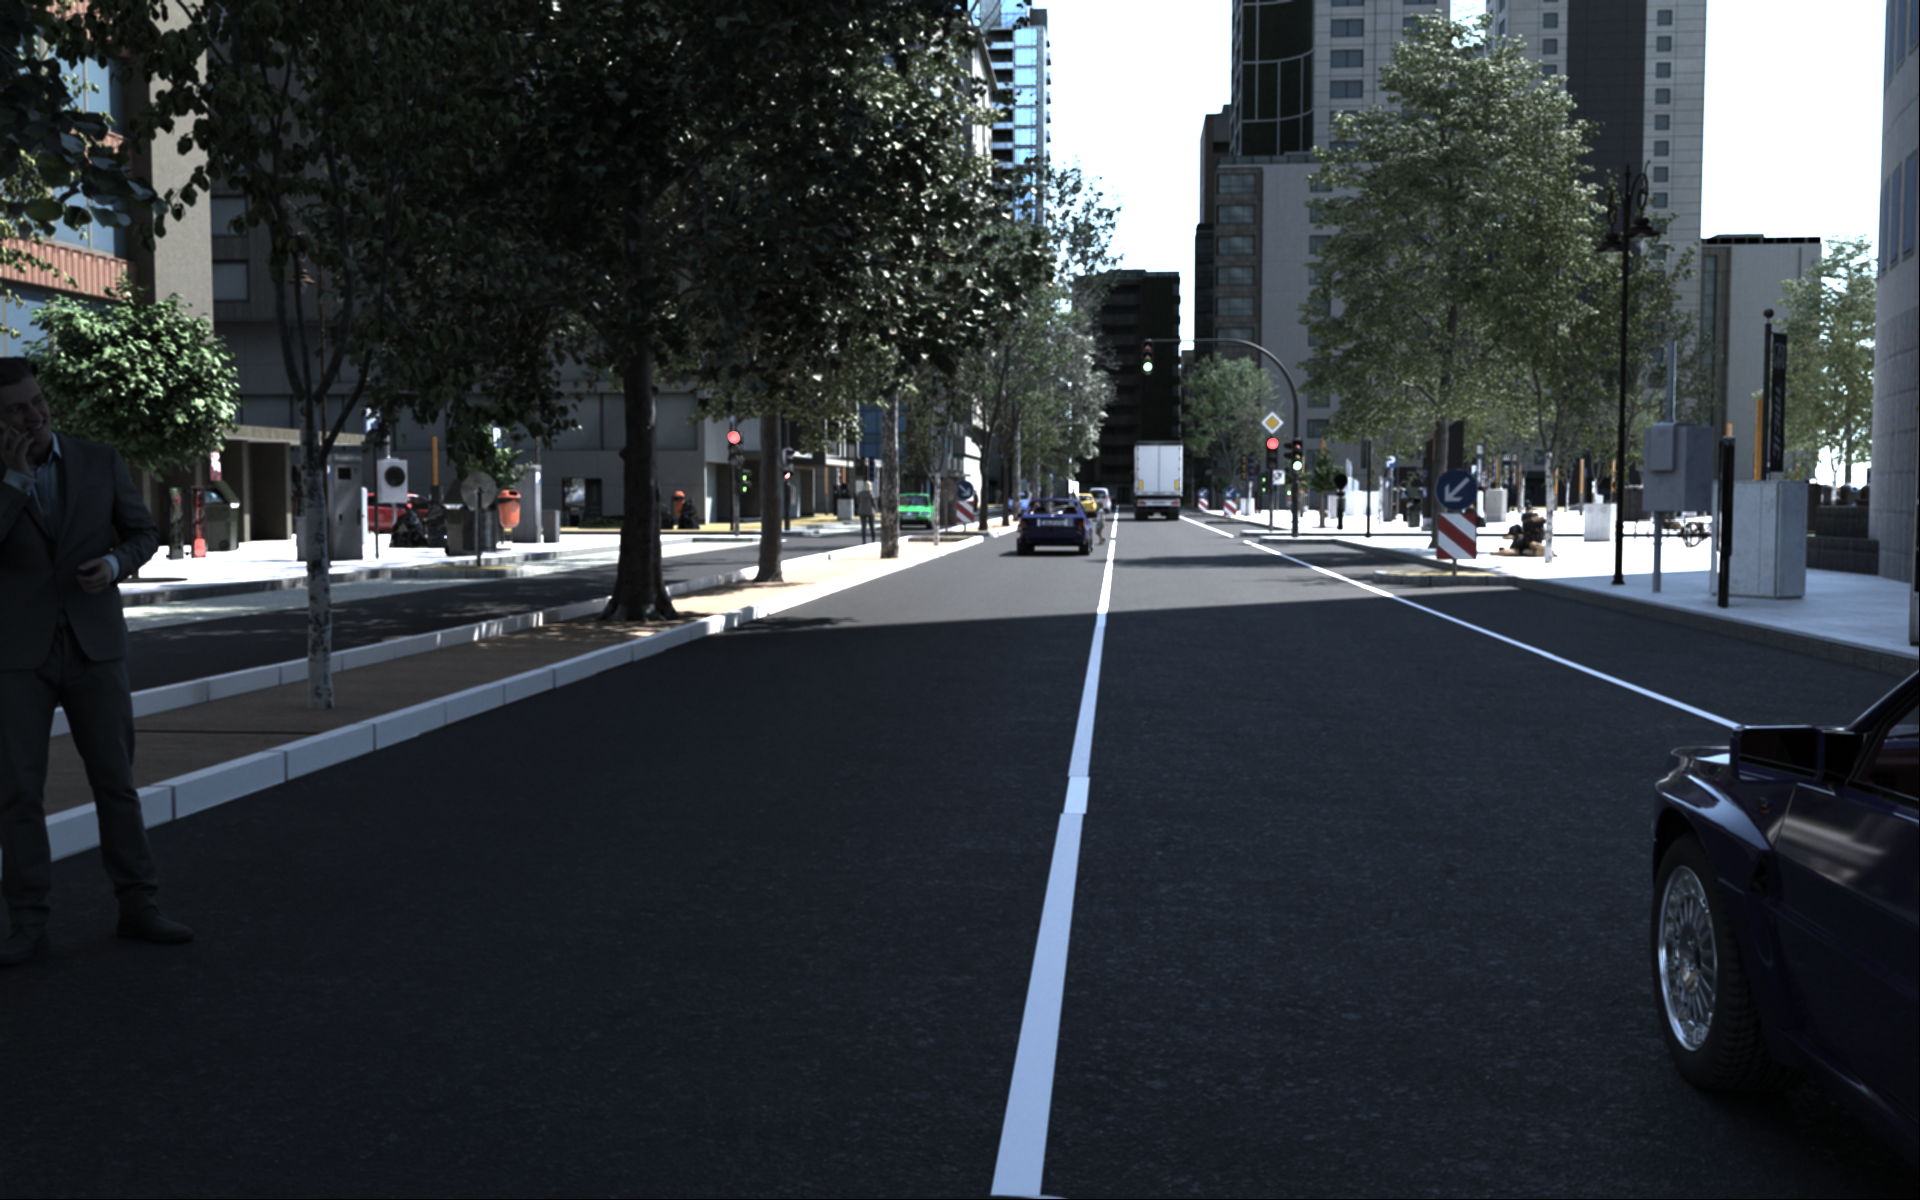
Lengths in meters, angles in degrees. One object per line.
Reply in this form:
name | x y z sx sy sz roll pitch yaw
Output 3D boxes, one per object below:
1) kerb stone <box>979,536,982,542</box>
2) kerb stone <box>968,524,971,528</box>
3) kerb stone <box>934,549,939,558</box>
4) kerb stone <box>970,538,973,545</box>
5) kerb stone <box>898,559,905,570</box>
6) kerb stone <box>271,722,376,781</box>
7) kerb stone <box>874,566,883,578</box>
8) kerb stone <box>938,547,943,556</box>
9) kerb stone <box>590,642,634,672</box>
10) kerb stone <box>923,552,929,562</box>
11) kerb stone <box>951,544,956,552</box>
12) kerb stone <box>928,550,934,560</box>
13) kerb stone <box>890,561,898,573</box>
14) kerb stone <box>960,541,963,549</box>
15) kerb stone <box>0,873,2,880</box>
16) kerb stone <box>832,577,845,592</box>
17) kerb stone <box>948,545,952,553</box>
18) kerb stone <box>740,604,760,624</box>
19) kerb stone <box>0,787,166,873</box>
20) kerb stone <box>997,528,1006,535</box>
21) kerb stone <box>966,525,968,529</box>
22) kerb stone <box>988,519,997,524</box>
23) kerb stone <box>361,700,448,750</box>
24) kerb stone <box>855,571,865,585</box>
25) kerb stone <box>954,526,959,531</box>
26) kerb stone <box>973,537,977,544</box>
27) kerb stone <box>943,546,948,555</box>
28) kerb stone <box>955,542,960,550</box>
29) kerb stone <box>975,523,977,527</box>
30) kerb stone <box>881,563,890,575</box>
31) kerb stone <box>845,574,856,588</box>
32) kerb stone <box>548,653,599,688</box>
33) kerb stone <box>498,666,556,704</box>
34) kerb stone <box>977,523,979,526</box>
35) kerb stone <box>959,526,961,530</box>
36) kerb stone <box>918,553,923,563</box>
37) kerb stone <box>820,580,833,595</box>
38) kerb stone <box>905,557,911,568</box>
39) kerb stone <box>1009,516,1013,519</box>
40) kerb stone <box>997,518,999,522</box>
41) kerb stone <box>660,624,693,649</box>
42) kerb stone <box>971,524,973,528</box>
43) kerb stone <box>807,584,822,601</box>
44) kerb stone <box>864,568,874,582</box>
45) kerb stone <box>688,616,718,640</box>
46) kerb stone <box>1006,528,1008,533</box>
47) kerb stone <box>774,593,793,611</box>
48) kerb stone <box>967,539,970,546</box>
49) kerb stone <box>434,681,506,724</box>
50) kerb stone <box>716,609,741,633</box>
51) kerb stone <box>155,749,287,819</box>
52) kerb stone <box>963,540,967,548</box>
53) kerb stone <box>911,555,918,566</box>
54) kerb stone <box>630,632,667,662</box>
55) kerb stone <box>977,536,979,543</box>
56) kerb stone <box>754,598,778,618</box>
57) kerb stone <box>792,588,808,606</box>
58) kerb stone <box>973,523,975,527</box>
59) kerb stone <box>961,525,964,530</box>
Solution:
kerb stone | 0.484 -1.754 51.038 0.120 0.150 1.000 0 4 5
kerb stone | 0.228 -2.993 71.135 0.120 0.150 1.000 0 4 5
kerb stone | -0.645 -1.015 38.796 0.120 0.150 1.000 0 4 5
kerb stone | 0.198 -1.574 47.985 0.120 0.150 1.000 0 4 5
kerb stone | -1.209 -0.635 32.657 0.120 0.150 1.000 0 4 5
kerb stone | -3.374 0.798 9.156 0.120 0.150 1.000 0 4 5
kerb stone | -1.494 -0.447 29.597 0.120 0.150 1.000 0 4 5
kerb stone | -0.552 -1.078 39.814 0.120 0.150 1.000 0 4 5
kerb stone | -2.911 0.485 14.274 0.120 0.150 1.000 0 4 5
kerb stone | -0.831 -0.890 36.746 0.120 0.150 1.000 0 4 5
kerb stone | -0.273 -1.260 42.886 0.120 0.150 1.000 0 4 5
kerb stone | -0.739 -0.947 37.765 0.120 0.150 1.000 0 4 5
kerb stone | -1.306 -0.577 31.637 0.120 0.150 1.000 0 4 5
kerb stone | -0.081 -1.390 44.923 0.120 0.150 1.000 0 4 5
kerb stone | -3.657 0.985 6.089 0.120 0.150 1.000 0 4 5
kerb stone | -1.874 -0.203 25.512 0.120 0.150 1.000 0 4 5
kerb stone | -0.369 -1.202 41.856 0.120 0.150 1.000 0 4 5
kerb stone | -2.431 0.179 19.388 0.120 0.150 1.000 0 4 5
kerb stone | -3.564 0.925 7.107 0.120 0.150 1.000 0 4 5
kerb stone | 1.470 -2.419 61.748 0.120 0.150 1.000 0 4 5
kerb stone | 0.119 -2.930 70.108 0.120 0.150 1.000 0 4 5
kerb stone | 1.637 -3.929 86.458 0.120 0.150 1.000 0 4 5
kerb stone | -3.278 0.735 10.180 0.120 0.150 1.000 0 4 5
kerb stone | -1.678 -0.328 27.555 0.120 0.150 1.000 0 4 5
kerb stone | -0.250 -2.680 66.022 0.120 0.150 1.000 0 4 5
kerb stone | 0.297 -1.633 49.002 0.120 0.150 1.000 0 4 5
kerb stone | -0.446 -1.140 40.830 0.120 0.150 1.000 0 4 5
kerb stone | -0.174 -1.327 43.905 0.120 0.150 1.000 0 4 5
kerb stone | 0.507 -3.179 74.197 0.120 0.150 1.000 0 4 5
kerb stone | -1.400 -0.515 30.614 0.120 0.150 1.000 0 4 5
kerb stone | -1.773 -0.266 26.537 0.120 0.150 1.000 0 4 5
kerb stone | -2.991 0.547 13.255 0.120 0.150 1.000 0 4 5
kerb stone | -3.096 0.612 12.236 0.120 0.150 1.000 0 4 5
kerb stone | 0.597 -3.237 75.221 0.120 0.150 1.000 0 4 5
kerb stone | -0.153 -2.743 67.046 0.120 0.150 1.000 0 4 5
kerb stone | -0.930 -0.827 35.723 0.120 0.150 1.000 0 4 5
kerb stone | -1.973 -0.140 24.491 0.120 0.150 1.000 0 4 5
kerb stone | -1.113 -0.699 33.686 0.120 0.150 1.000 0 4 5
kerb stone | 3.139 -4.929 102.778 0.120 0.150 1.000 0 4 5
kerb stone | 1.724 -3.993 87.481 0.120 0.150 1.000 0 4 5
kerb stone | -2.720 0.359 16.329 0.120 0.150 1.000 0 4 5
kerb stone | 0.320 -3.056 72.158 0.120 0.150 1.000 0 4 5
kerb stone | -2.051 -0.078 23.471 0.120 0.150 1.000 0 4 5
kerb stone | -1.588 -0.390 28.576 0.120 0.150 1.000 0 4 5
kerb stone | -2.623 0.297 17.348 0.120 0.150 1.000 0 4 5
kerb stone | 1.571 -2.474 62.773 0.120 0.150 1.000 0 4 5
kerb stone | -2.250 0.046 21.436 0.120 0.150 1.000 0 4 5
kerb stone | 0.109 -1.515 46.967 0.120 0.150 1.000 0 4 5
kerb stone | -3.190 0.672 11.206 0.120 0.150 1.000 0 4 5
kerb stone | -2.515 0.234 18.364 0.120 0.150 1.000 0 4 5
kerb stone | -3.466 0.861 8.124 0.120 0.150 1.000 0 4 5
kerb stone | 0.015 -1.452 45.941 0.120 0.150 1.000 0 4 5
kerb stone | -1.016 -0.761 34.703 0.120 0.150 1.000 0 4 5
kerb stone | -2.800 0.424 15.302 0.120 0.150 1.000 0 4 5
kerb stone | 0.385 -1.700 50.020 0.120 0.150 1.000 0 4 5
kerb stone | -2.339 0.109 20.416 0.120 0.150 1.000 0 4 5
kerb stone | -2.148 -0.014 22.453 0.120 0.150 1.000 0 4 5
kerb stone | 0.415 -3.116 73.178 0.120 0.150 1.000 0 4 5
kerb stone | -0.060 -2.806 68.067 0.120 0.150 1.000 0 4 5
